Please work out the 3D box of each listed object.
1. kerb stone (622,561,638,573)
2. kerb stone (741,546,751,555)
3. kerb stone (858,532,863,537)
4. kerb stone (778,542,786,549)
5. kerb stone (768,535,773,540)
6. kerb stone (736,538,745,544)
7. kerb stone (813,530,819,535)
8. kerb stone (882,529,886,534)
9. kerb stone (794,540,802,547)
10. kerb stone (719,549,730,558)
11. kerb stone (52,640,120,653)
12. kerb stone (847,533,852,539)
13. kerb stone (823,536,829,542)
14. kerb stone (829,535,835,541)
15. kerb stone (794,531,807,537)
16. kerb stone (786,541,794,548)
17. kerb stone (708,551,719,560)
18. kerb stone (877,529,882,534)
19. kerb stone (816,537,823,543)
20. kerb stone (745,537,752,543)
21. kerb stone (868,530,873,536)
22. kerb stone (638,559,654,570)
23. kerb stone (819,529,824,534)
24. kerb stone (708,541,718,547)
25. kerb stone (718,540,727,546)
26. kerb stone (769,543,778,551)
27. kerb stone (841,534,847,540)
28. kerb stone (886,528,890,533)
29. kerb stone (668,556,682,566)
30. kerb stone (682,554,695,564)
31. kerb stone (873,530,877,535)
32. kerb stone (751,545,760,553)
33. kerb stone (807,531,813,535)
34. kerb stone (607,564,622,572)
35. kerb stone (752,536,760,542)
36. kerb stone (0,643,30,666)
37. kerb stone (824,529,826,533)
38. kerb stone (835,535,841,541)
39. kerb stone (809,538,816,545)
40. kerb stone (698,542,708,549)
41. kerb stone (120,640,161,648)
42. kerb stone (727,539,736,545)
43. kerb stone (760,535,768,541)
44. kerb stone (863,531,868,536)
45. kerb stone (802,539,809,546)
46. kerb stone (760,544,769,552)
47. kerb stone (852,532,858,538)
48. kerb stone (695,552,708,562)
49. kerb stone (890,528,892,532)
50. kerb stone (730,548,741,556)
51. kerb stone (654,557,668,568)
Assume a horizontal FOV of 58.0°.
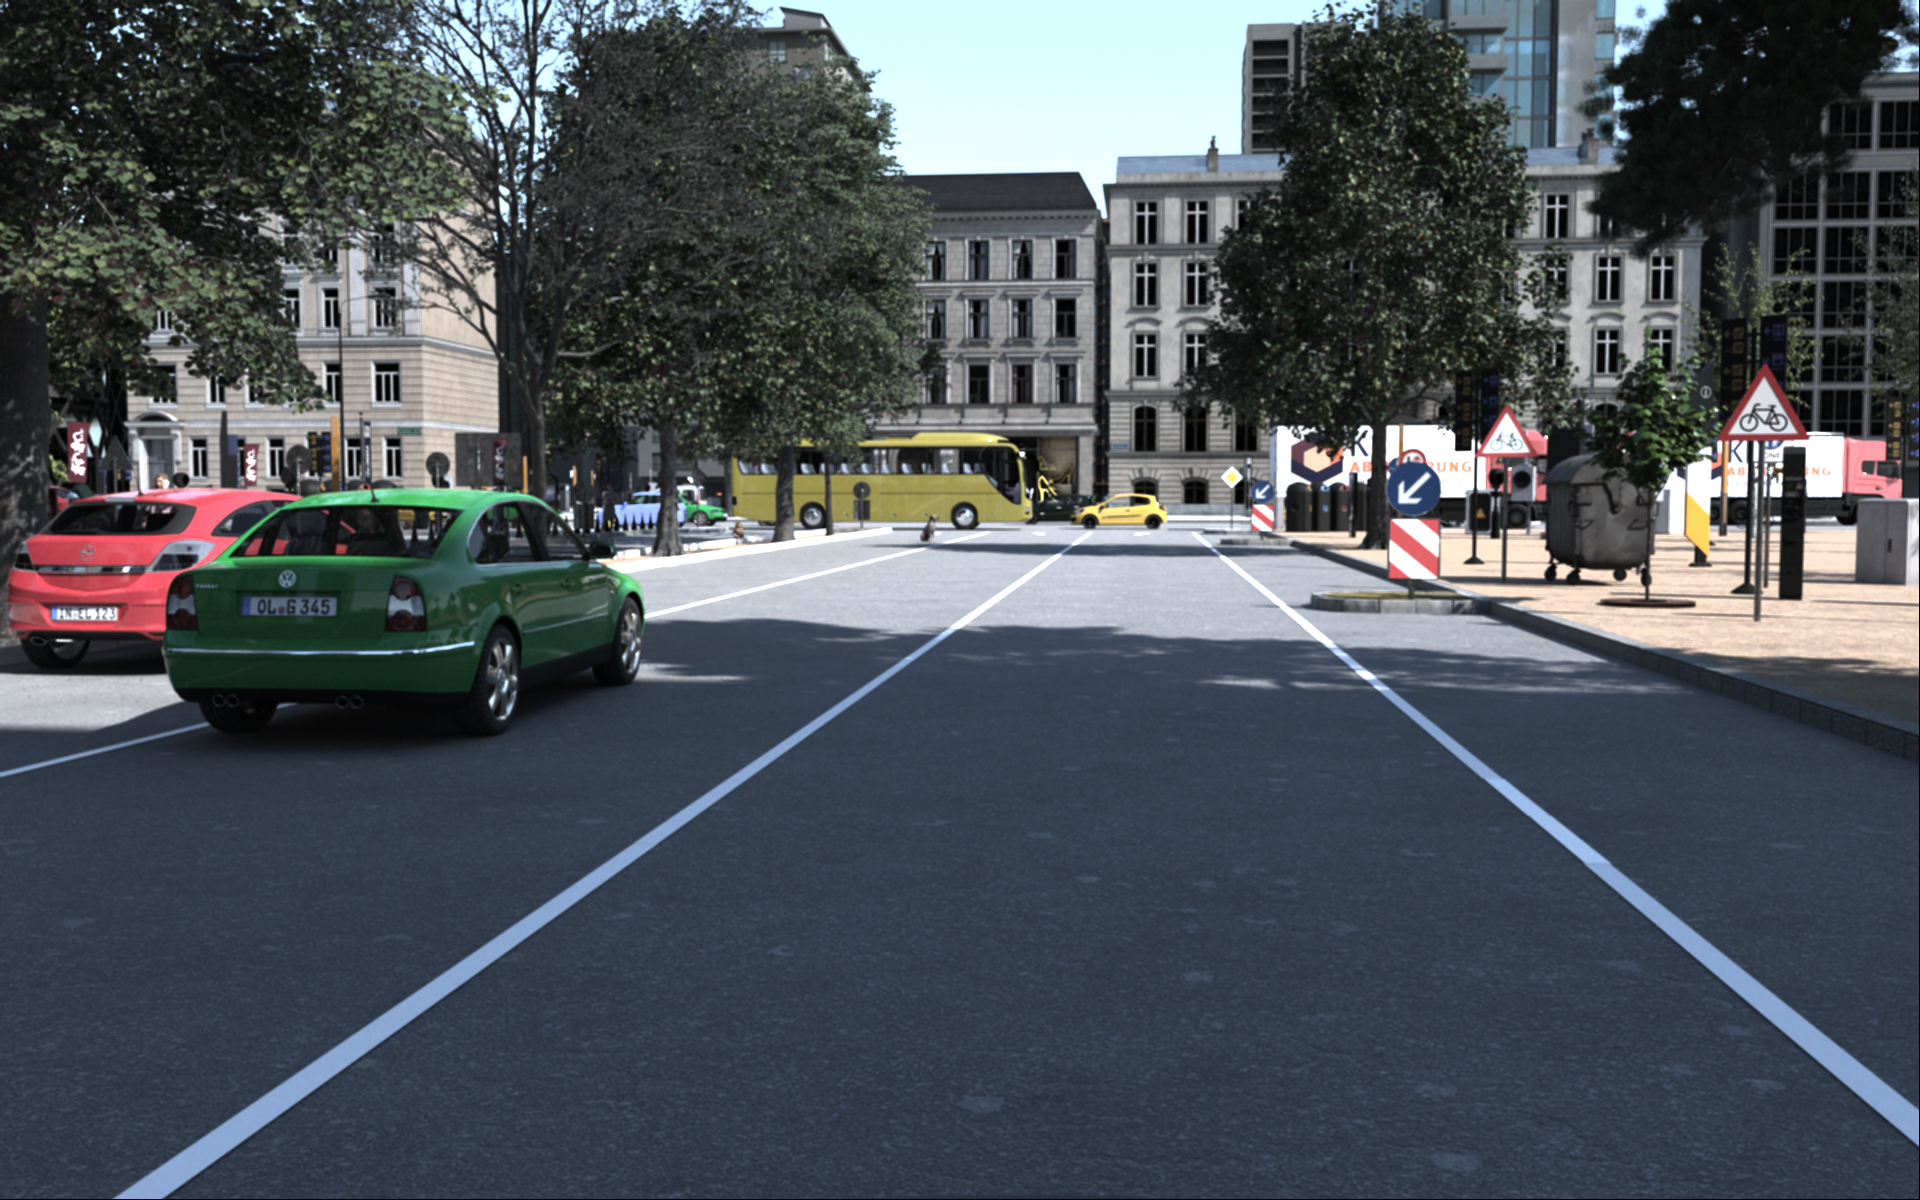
[{"bbox_3d":[-6.186,-0.595,31.956,0.120,0.150,1.000,0,4,6],"label":"kerb stone"},{"bbox_3d":[-5.207,-1.159,41.146,0.120,0.150,1.000,0,4,6],"label":"kerb stone"},{"bbox_3d":[-3.445,-2.156,57.501,0.120,0.150,1.000,0,4,6],"label":"kerb stone"},{"bbox_3d":[-4.771,-1.409,45.231,0.120,0.150,1.000,0,4,6],"label":"kerb stone"},{"bbox_3d":[-5.966,-1.924,53.649,0.120,0.150,1.000,0,4,6],"label":"kerb stone"},{"bbox_3d":[-6.411,-1.670,49.546,0.120,0.150,1.000,0,4,6],"label":"kerb stone"},{"bbox_3d":[-5.206,-2.356,60.812,0.120,0.150,1.000,0,4,6],"label":"kerb stone"},{"bbox_3d":[-2.906,-2.472,62.605,0.120,0.150,1.000,0,4,6],"label":"kerb stone"},{"bbox_3d":[-4.549,-1.532,47.269,0.120,0.150,1.000,0,4,6],"label":"kerb stone"},{"bbox_3d":[-5.423,-1.034,39.097,0.120,0.150,1.000,0,4,6],"label":"kerb stone"},{"bbox_3d":[-7.942,0.404,15.598,0.120,0.150,1.000,0,4,6],"label":"kerb stone"},{"bbox_3d":[-3.670,-2.034,55.451,0.120,0.150,1.000,0,4,6],"label":"kerb stone"},{"bbox_3d":[-4.109,-1.784,51.367,0.120,0.150,1.000,0,4,6],"label":"kerb stone"},{"bbox_3d":[-3.999,-1.843,52.387,0.120,0.150,1.000,0,4,6],"label":"kerb stone"},{"bbox_3d":[-5.430,-2.237,58.764,0.120,0.150,1.000,0,4,6],"label":"kerb stone"},{"bbox_3d":[-4.658,-1.464,46.250,0.120,0.150,1.000,0,4,6],"label":"kerb stone"},{"bbox_3d":[-5.539,-0.967,38.074,0.120,0.150,1.000,0,4,6],"label":"kerb stone"},{"bbox_3d":[-3.012,-2.409,61.582,0.120,0.150,1.000,0,4,6],"label":"kerb stone"},{"bbox_3d":[-4.216,-1.721,50.335,0.120,0.150,1.000,0,4,6],"label":"kerb stone"},{"bbox_3d":[-6.306,-1.735,50.574,0.120,0.150,1.000,0,4,6],"label":"kerb stone"},{"bbox_3d":[-3.232,-2.281,59.543,0.120,0.150,1.000,0,4,6],"label":"kerb stone"},{"bbox_3d":[-6.081,-0.659,32.975,0.120,0.150,1.000,0,4,6],"label":"kerb stone"},{"bbox_3d":[-5.101,-2.424,61.831,0.120,0.150,1.000,0,4,6],"label":"kerb stone"},{"bbox_3d":[-6.744,-1.483,46.462,0.120,0.150,1.000,0,4,6],"label":"kerb stone"},{"bbox_3d":[-6.638,-1.547,47.496,0.120,0.150,1.000,0,4,6],"label":"kerb stone"},{"bbox_3d":[-4.868,-1.346,44.210,0.120,0.150,1.000,0,4,6],"label":"kerb stone"},{"bbox_3d":[-3.779,-1.971,54.429,0.120,0.150,1.000,0,4,6],"label":"kerb stone"},{"bbox_3d":[-2.794,-2.533,63.624,0.120,0.150,1.000,0,4,6],"label":"kerb stone"},{"bbox_3d":[-5.855,-0.784,35.012,0.120,0.150,1.000,0,4,6],"label":"kerb stone"},{"bbox_3d":[-5.753,-0.841,36.035,0.120,0.150,1.000,0,4,6],"label":"kerb stone"},{"bbox_3d":[-3.117,-2.347,60.562,0.120,0.150,1.000,0,4,6],"label":"kerb stone"},{"bbox_3d":[-5.094,-1.221,42.165,0.120,0.150,1.000,0,4,6],"label":"kerb stone"},{"bbox_3d":[-5.319,-2.292,59.790,0.120,0.150,1.000,0,4,6],"label":"kerb stone"},{"bbox_3d":[-6.297,-0.533,30.937,0.120,0.150,1.000,0,4,6],"label":"kerb stone"},{"bbox_3d":[-6.200,-1.798,51.600,0.120,0.150,1.000,0,4,6],"label":"kerb stone"},{"bbox_3d":[-8.055,0.466,14.569,0.120,0.150,1.000,0,4,6],"label":"kerb stone"},{"bbox_3d":[-4.985,-2.486,62.849,0.120,0.150,1.000,0,4,6],"label":"kerb stone"},{"bbox_3d":[-3.886,-1.908,53.409,0.120,0.150,1.000,0,4,6],"label":"kerb stone"},{"bbox_3d":[-4.324,-1.658,49.311,0.120,0.150,1.000,0,4,6],"label":"kerb stone"},{"bbox_3d":[-6.857,-1.421,45.436,0.120,0.150,1.000,0,4,6],"label":"kerb stone"},{"bbox_3d":[-7.843,0.341,16.620,0.120,0.150,1.000,0,4,6],"label":"kerb stone"},{"bbox_3d":[-6.531,-1.605,48.516,0.120,0.150,1.000,0,4,6],"label":"kerb stone"},{"bbox_3d":[-6.083,-1.861,52.623,0.120,0.150,1.000,0,4,6],"label":"kerb stone"},{"bbox_3d":[-3.340,-2.222,58.521,0.120,0.150,1.000,0,4,6],"label":"kerb stone"},{"bbox_3d":[-4.443,-1.595,48.288,0.120,0.150,1.000,0,4,6],"label":"kerb stone"},{"bbox_3d":[-4.982,-1.284,43.184,0.120,0.150,1.000,0,4,6],"label":"kerb stone"},{"bbox_3d":[-3.554,-2.097,56.479,0.120,0.150,1.000,0,4,6],"label":"kerb stone"},{"bbox_3d":[-5.637,-0.909,37.053,0.120,0.150,1.000,0,4,6],"label":"kerb stone"},{"bbox_3d":[-2.683,-2.596,64.643,0.120,0.150,1.000,0,4,6],"label":"kerb stone"},{"bbox_3d":[-5.316,-1.095,40.127,0.120,0.150,1.000,0,4,6],"label":"kerb stone"},{"bbox_3d":[-5.973,-0.722,33.994,0.120,0.150,1.000,0,4,6],"label":"kerb stone"}]
